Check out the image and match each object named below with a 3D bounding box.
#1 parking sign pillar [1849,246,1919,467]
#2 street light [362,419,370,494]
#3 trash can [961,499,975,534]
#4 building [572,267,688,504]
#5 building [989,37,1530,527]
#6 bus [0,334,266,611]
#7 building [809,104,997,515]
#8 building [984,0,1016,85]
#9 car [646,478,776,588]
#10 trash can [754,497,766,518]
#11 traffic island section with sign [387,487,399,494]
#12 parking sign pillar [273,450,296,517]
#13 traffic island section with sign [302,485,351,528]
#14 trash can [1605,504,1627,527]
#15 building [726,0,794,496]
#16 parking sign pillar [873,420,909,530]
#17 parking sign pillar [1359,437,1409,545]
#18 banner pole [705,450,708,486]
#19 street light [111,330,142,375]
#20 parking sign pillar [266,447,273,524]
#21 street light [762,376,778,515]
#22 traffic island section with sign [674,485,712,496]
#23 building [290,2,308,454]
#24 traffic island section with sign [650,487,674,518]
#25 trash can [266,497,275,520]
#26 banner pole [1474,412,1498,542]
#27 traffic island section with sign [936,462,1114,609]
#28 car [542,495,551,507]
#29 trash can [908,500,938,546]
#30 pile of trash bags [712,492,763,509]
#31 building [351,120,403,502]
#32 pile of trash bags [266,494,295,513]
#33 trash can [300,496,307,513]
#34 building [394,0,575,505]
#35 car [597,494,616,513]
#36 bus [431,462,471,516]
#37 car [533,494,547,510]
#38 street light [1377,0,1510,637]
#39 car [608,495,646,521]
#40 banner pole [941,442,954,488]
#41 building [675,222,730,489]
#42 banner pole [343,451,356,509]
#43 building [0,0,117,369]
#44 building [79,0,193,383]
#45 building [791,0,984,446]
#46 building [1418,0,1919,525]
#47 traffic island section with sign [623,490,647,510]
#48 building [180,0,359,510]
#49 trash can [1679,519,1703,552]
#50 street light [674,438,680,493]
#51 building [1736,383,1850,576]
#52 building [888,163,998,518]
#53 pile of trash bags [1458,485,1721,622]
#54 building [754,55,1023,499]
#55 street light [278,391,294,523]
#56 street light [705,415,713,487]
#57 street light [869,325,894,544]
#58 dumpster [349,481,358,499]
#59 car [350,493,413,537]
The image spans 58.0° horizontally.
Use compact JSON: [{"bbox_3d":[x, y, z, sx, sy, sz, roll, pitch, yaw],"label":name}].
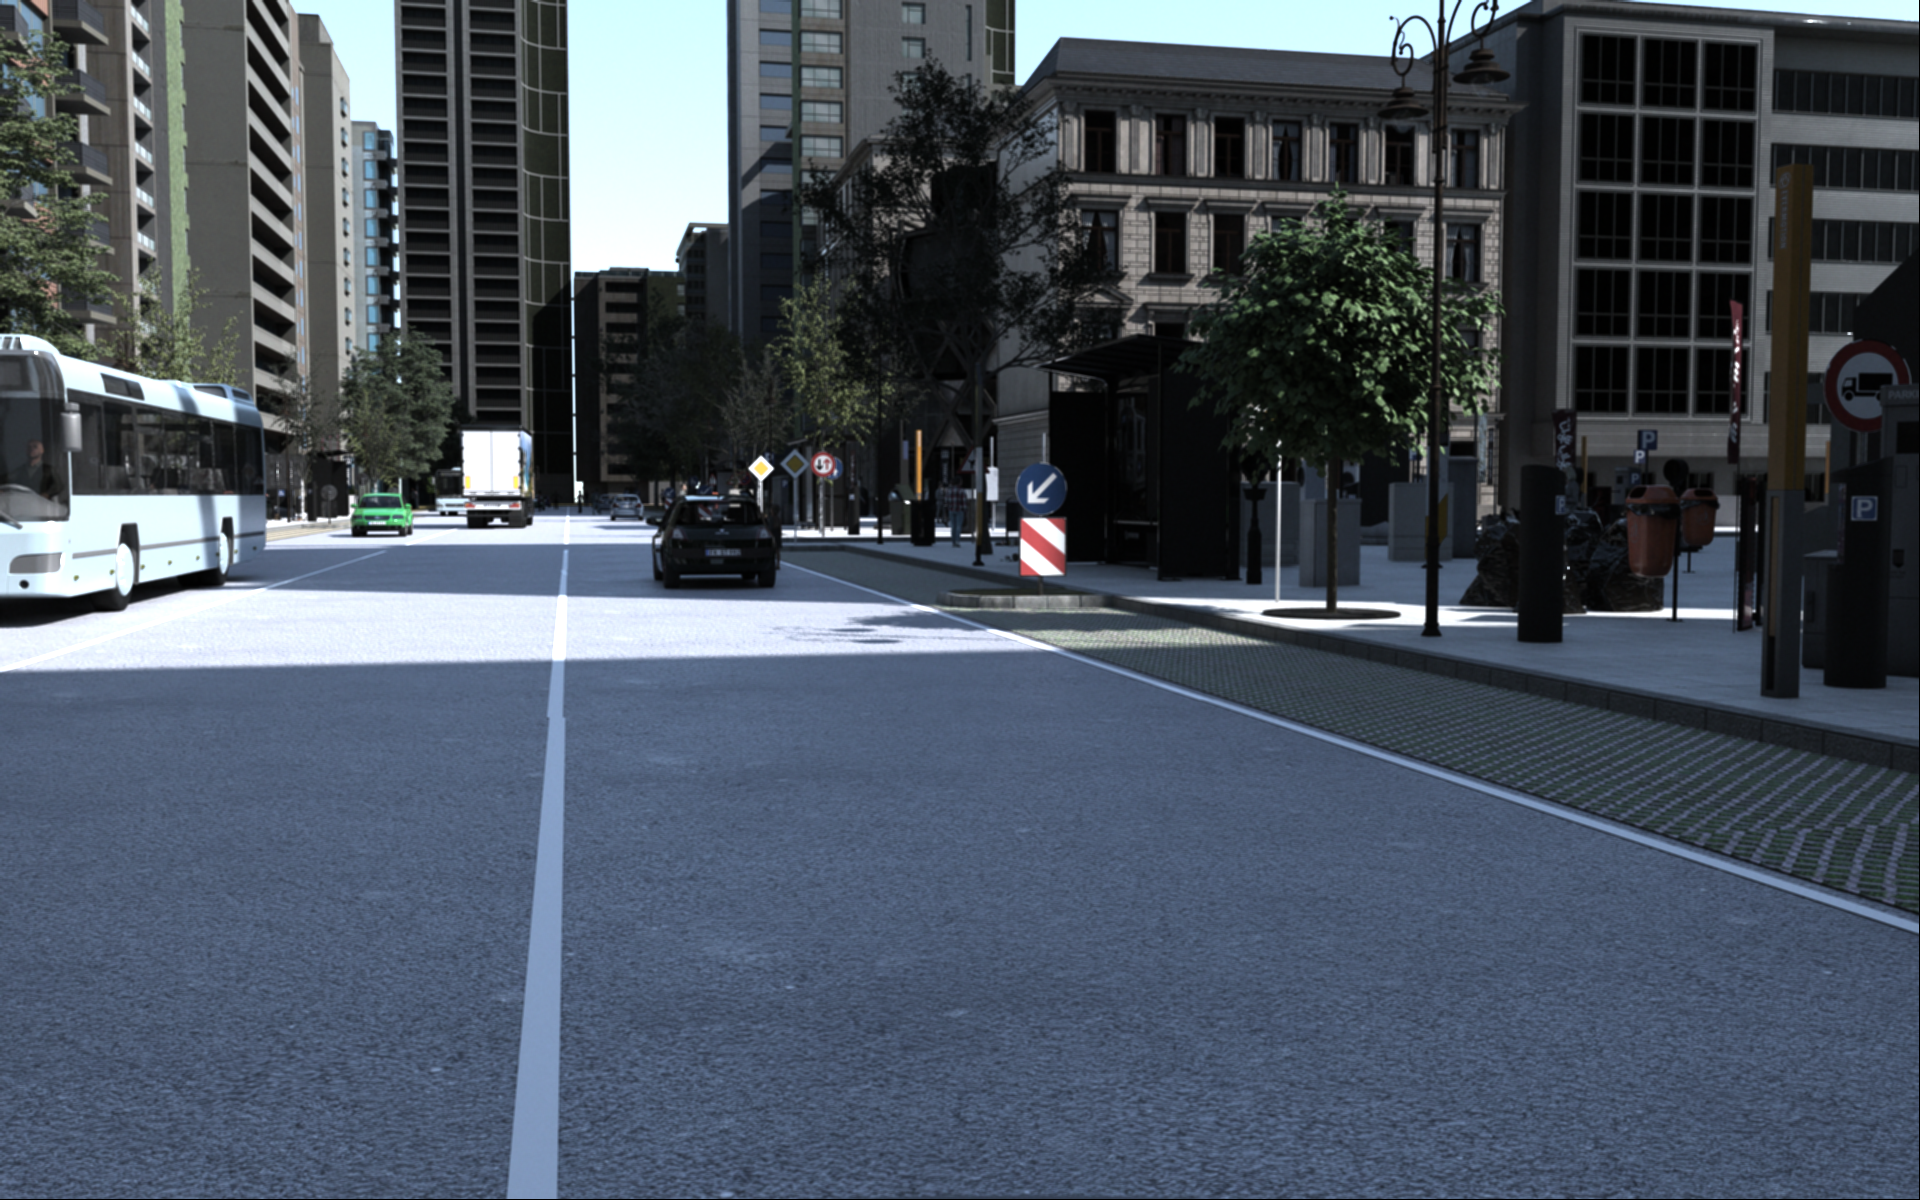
[{"bbox_3d":[9.177,-1.717,16.541,1.447,3.967,1.447,-1,4,-18],"label":"parking sign pillar"},{"bbox_3d":[-36.572,-8.191,106.711,0.468,5.910,1.993,-1,4,-13],"label":"street light"},{"bbox_3d":[0.204,-2.683,55.528,0.748,1.137,0.748,0,3,0],"label":"trash can"},{"bbox_3d":[-42.662,-27.626,223.390,14.107,30.474,14.160,-1,4,-13],"label":"building"},{"bbox_3d":[11.290,-12.549,69.799,19.286,19.102,10.561,-1,4,-13],"label":"building"},{"bbox_3d":[-12.033,-1.762,23.665,2.948,3.499,13.247,-1,4,-12],"label":"bus"},{"bbox_3d":[-2.399,-19.545,116.831,12.463,27.353,25.104,-1,4,-13],"label":"building"},{"bbox_3d":[-2.881,-48.651,233.697,20.611,71.187,20.563,-1,4,-13],"label":"building"},{"bbox_3d":[-4.001,-1.104,27.835,2.009,1.686,4.222,-1,4,-13],"label":"car"},{"bbox_3d":[-9.920,-4.506,85.333,0.748,1.137,0.748,0,3,0],"label":"trash can"},{"bbox_3d":[-32.546,-5.559,99.524,1.989,1.847,2.006,-1,4,-13],"label":"traffic island section with sign"},{"bbox_3d":[-38.528,-6.718,98.312,1.447,3.967,1.447,-1,4,-18],"label":"parking sign pillar"},{"bbox_3d":[-26.562,-3.935,72.969,1.989,1.847,2.006,-1,4,-13],"label":"traffic island section with sign"},{"bbox_3d":[9.455,-0.776,24.342,0.748,1.137,0.748,0,3,0],"label":"trash can"},{"bbox_3d":[-13.561,-39.043,180.350,21.231,58.520,28.212,-1,4,-13],"label":"building"},{"bbox_3d":[-2.450,-4.574,63.263,1.447,3.967,1.447,-3,5,-43],"label":"parking sign pillar"},{"bbox_3d":[10.738,-3.387,43.844,1.447,3.967,1.447,-2,4,-34],"label":"parking sign pillar"},{"bbox_3d":[-14.377,-6.620,98.257,0.401,3.779,0.863,-1,4,-18],"label":"banner pole"},{"bbox_3d":[-23.488,-4.658,48.945,0.468,5.910,1.993,-1,4,-13],"label":"street light"},{"bbox_3d":[-30.909,-5.312,75.320,1.447,3.967,1.447,-2,4,-30],"label":"parking sign pillar"},{"bbox_3d":[-7.417,-5.813,67.826,0.468,5.910,1.993,-1,4,-13],"label":"street light"},{"bbox_3d":[-11.421,-4.148,76.447,1.989,1.847,2.006,-1,4,-13],"label":"traffic island section with sign"},{"bbox_3d":[-63.418,-30.283,145.233,14.600,45.320,14.200,-1,4,-13],"label":"building"},{"bbox_3d":[-17.356,-5.756,102.744,1.989,1.847,2.006,-1,4,-13],"label":"traffic island section with sign"},{"bbox_3d":[-34.819,-4.618,87.155,0.748,1.137,0.748,0,3,0],"label":"trash can"},{"bbox_3d":[13.985,-3.464,46.655,0.401,3.779,0.863,3,5,45],"label":"banner pole"},{"bbox_3d":[0.755,-0.847,22.475,1.989,1.847,2.006,-1,4,-13],"label":"traffic island section with sign"},{"bbox_3d":[-45.100,-10.668,186.997,1.945,1.354,3.894,-1,4,-14],"label":"car"},{"bbox_3d":[-0.916,-1.905,42.800,0.748,1.137,0.748,0,3,0],"label":"trash can"},{"bbox_3d":[-11.912,-5.150,93.947,3.447,1.369,1.912,-1,4,-9],"label":"pile of trash bags"},{"bbox_3d":[-85.502,-36.588,217.829,30.456,49.044,23.786,-1,4,-13],"label":"building"},{"bbox_3d":[-42.398,-5.882,105.922,3.447,1.369,1.912,-1,4,-12],"label":"pile of trash bags"},{"bbox_3d":[-45.236,-6.590,119.401,0.748,1.137,0.748,0,3,0],"label":"trash can"},{"bbox_3d":[-60.212,-47.878,221.064,20.611,71.187,20.563,-1,4,-13],"label":"building"},{"bbox_3d":[-27.414,-7.523,135.007,2.014,1.417,4.499,-1,4,-13],"label":"car"},{"bbox_3d":[-33.218,-7.388,115.656,2.948,3.499,13.247,-1,4,-12],"label":"bus"},{"bbox_3d":[-37.577,-8.631,152.918,2.131,1.459,4.920,-1,4,-13],"label":"car"},{"bbox_3d":[4.265,-2.612,15.489,0.468,5.910,1.993,-1,4,-13],"label":"street light"},{"bbox_3d":[-18.132,-5.032,94.275,2.014,1.417,4.499,-1,4,-11],"label":"car"},{"bbox_3d":[-0.571,-5.737,83.816,0.863,3.779,0.401,1,4,22],"label":"banner pole"},{"bbox_3d":[-25.694,-33.184,234.431,23.993,40.220,32.217,-1,4,-13],"label":"building"},{"bbox_3d":[-35.150,-6.722,99.928,0.863,3.779,0.401,-2,4,-28],"label":"banner pole"},{"bbox_3d":[-46.152,-25.132,65.539,22.147,44.769,28.867,-1,4,-13],"label":"building"},{"bbox_3d":[-53.174,-25.414,99.113,14.154,41.232,14.086,-1,4,-13],"label":"building"},{"bbox_3d":[-6.344,-27.670,135.999,14.154,41.232,14.086,-1,4,-13],"label":"building"},{"bbox_3d":[35.287,-15.795,77.317,30.058,24.678,14.314,-1,4,-13],"label":"building"},{"bbox_3d":[-28.607,-8.805,152.591,1.989,1.847,2.006,-1,4,-13],"label":"traffic island section with sign"},{"bbox_3d":[-72.241,-33.496,171.368,21.600,48.544,21.300,-1,4,-13],"label":"building"},{"bbox_3d":[16.131,-1.633,38.360,0.748,1.137,0.748,0,3,0],"label":"trash can"},{"bbox_3d":[-20.420,-9.332,125.370,0.468,5.910,1.993,-1,4,-13],"label":"street light"},{"bbox_3d":[30.141,-20.335,24.361,32.217,40.220,23.993,-1,4,-13],"label":"building"},{"bbox_3d":[4.208,-14.048,97.135,16.820,18.784,16.811,-1,4,-13],"label":"building"},{"bbox_3d":[6.861,-0.556,18.843,1.912,1.369,3.447,0,4,-5],"label":"pile of trash bags"},{"bbox_3d":[-2.034,-28.435,156.793,32.217,40.220,23.993,-1,4,-13],"label":"building"},{"bbox_3d":[-30.160,-6.413,77.647,0.468,5.910,1.993,-1,4,-13],"label":"street light"},{"bbox_3d":[-13.995,-7.573,96.612,0.468,5.910,1.993,-1,4,-13],"label":"street light"},{"bbox_3d":[-2.048,-4.372,44.273,0.468,5.910,1.993,-1,4,-13],"label":"street light"},{"bbox_3d":[-38.215,-6.417,107.410,1.502,2.255,1.985,-1,4,-12],"label":"dumpster"},{"bbox_3d":[-19.776,-3.090,59.310,1.959,1.807,4.718,-1,4,-14],"label":"car"}]
